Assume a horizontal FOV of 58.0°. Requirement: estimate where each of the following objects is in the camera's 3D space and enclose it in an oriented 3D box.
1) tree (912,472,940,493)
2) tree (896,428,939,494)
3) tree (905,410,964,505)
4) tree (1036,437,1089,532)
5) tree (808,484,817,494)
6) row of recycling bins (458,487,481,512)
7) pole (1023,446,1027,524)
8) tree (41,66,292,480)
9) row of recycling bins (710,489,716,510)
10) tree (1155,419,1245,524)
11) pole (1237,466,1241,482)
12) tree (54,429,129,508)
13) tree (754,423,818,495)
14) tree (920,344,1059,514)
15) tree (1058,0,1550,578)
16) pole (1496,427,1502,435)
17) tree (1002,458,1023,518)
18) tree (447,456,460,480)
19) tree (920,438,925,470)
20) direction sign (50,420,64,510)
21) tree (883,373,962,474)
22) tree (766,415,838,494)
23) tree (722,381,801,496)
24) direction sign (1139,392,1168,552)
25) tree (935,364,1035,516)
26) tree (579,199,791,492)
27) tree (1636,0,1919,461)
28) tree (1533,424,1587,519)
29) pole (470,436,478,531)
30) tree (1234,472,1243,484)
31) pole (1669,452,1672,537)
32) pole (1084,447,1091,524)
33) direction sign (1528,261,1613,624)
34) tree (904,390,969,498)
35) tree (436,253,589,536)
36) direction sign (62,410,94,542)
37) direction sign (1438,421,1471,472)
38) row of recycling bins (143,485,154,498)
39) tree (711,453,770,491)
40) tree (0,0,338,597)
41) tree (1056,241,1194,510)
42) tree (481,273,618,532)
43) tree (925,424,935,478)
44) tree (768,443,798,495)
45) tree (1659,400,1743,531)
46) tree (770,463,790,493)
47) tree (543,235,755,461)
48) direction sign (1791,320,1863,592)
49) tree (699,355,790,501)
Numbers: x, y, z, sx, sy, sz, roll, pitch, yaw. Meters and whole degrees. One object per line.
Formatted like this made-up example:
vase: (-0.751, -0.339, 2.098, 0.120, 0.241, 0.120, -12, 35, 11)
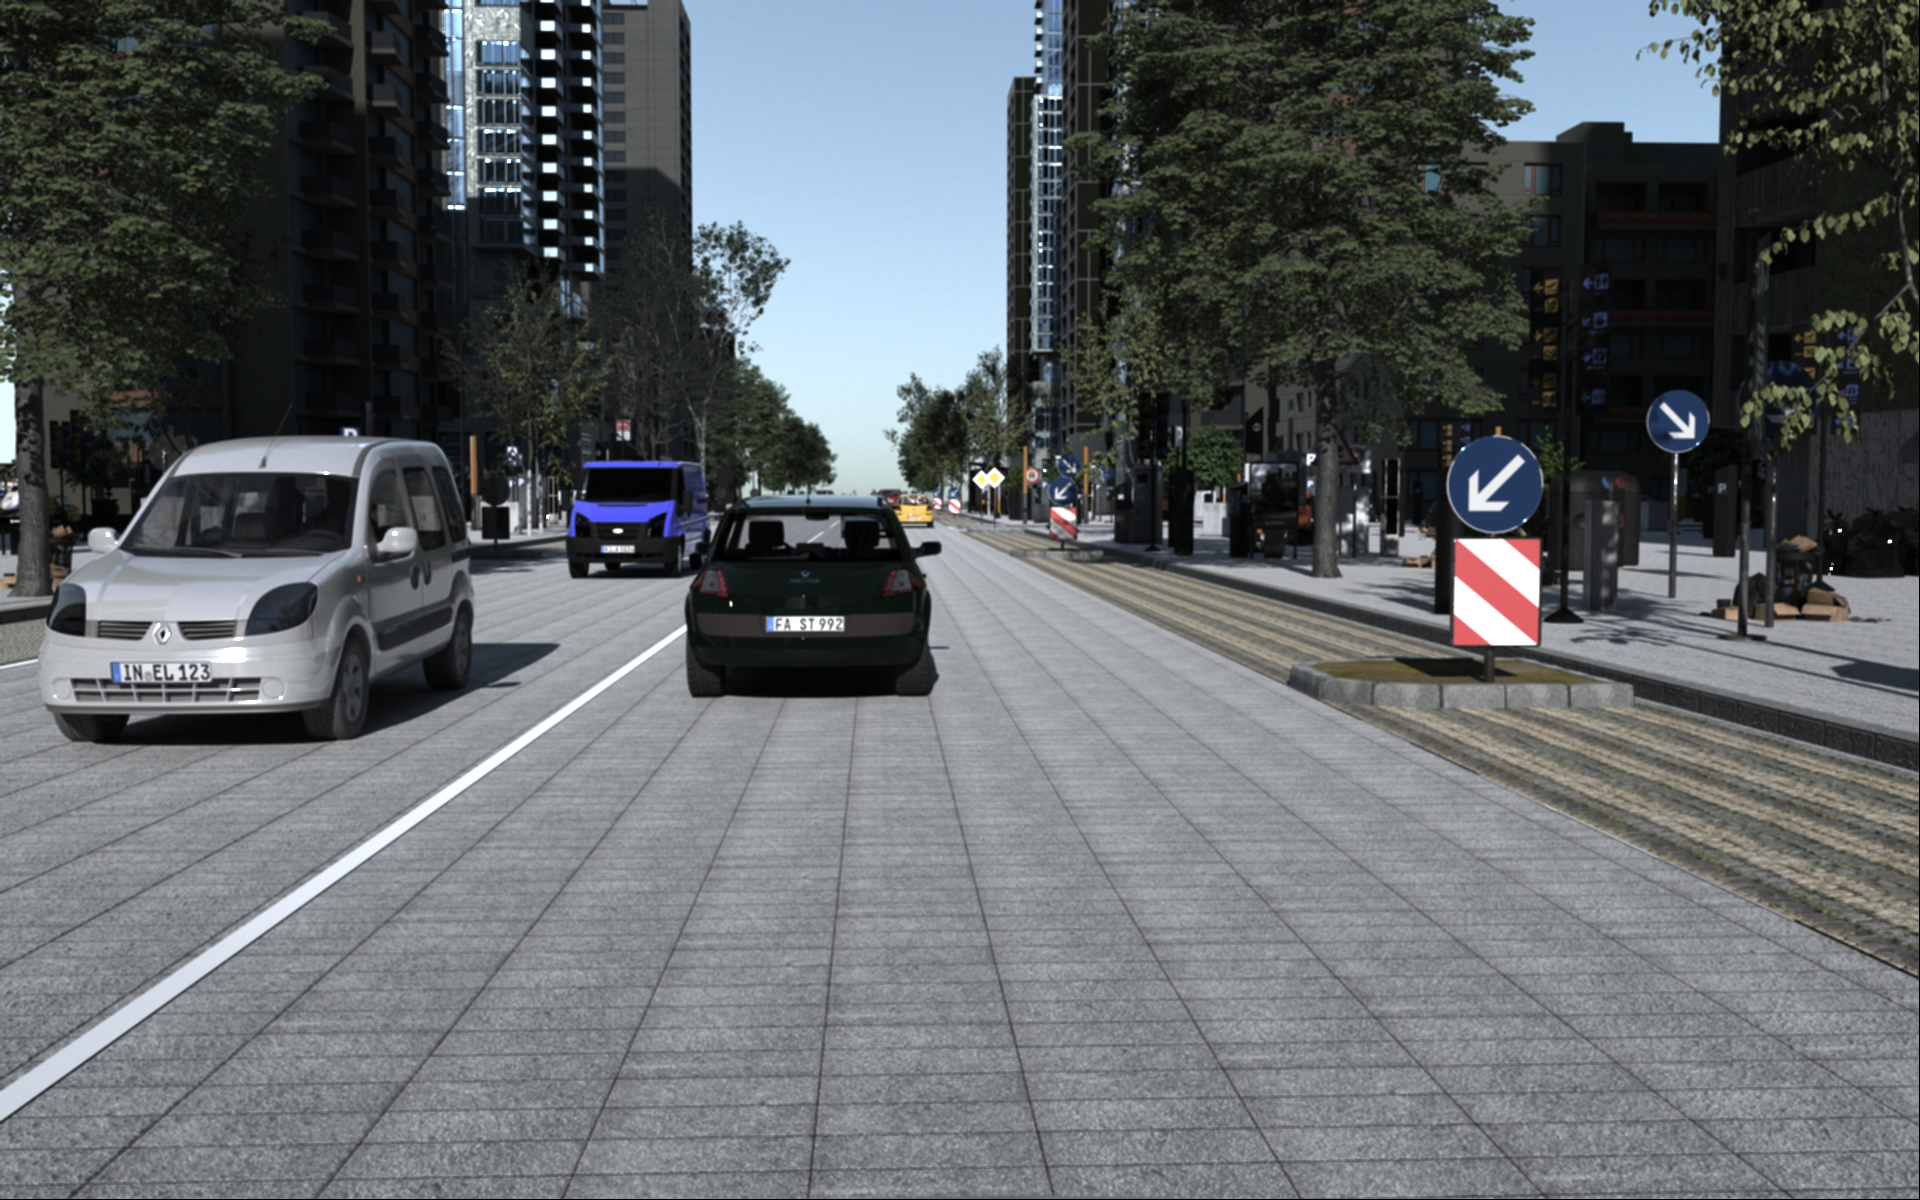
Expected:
tree: (-4.224, -16.165, 248.013, 4.285, 4.588, 4.351, 0, 3, 0)
tree: (-6.396, -23.479, 290.536, 9.857, 13.997, 8.962, 0, 3, 0)
tree: (-2.667, -17.172, 206.518, 9.928, 11.665, 9.643, 0, 3, 0)
tree: (3.682, -3.935, 58.934, 1.663, 3.219, 1.824, 0, 3, 0)
tree: (-25.952, -21.360, 299.600, 4.737, 8.622, 4.395, 0, 3, 0)
row of recycling bins: (-29.551, -5.958, 104.523, 3.534, 1.692, 1.069, -2, 4, -28)
pole: (2.783, -4.898, 73.930, 0.158, 3.312, 0.155, 0, 3, 0)
tree: (-13.350, -4.859, 29.814, 4.360, 8.622, 3.978, 0, 3, 0)
row of recycling bins: (-20.232, -8.110, 139.712, 3.534, 1.692, 1.069, -1, 4, -22)
tree: (10.979, -5.576, 74.889, 4.285, 4.588, 4.351, 0, 3, 0)
pole: (17.824, -7.151, 110.755, 0.158, 3.312, 0.155, 0, 3, 0)
tree: (-41.293, -6.028, 82.272, 4.285, 4.588, 4.351, 0, 3, 0)
tree: (-21.672, -16.836, 209.683, 8.767, 10.594, 7.601, -2, 4, -33)
tree: (1.768, -10.638, 108.351, 8.767, 10.594, 7.601, 0, 4, -7)
tree: (5.219, -6.615, 26.281, 7.486, 12.596, 7.792, 0, 3, 0)
pole: (16.269, -3.582, 52.409, 0.158, 3.312, 0.155, 0, 3, 0)
tree: (2.949, -6.095, 94.253, 1.663, 3.219, 1.824, 0, 3, 0)
tree: (-23.041, -5.009, 76.498, 1.663, 3.219, 1.824, 0, 3, 0)
tree: (-1.969, -13.928, 178.089, 4.737, 8.622, 4.395, 0, 3, 0)
direction sign: (-27.882, -3.777, 53.751, 0.379, 3.537, 0.876, 1, 4, 10)
tree: (-5.615, -25.214, 268.137, 12.611, 20.169, 13.585, 0, 3, 0)
tree: (-23.442, -20.046, 244.763, 9.611, 12.733, 9.660, 0, 3, 0)
tree: (-18.301, -14.241, 158.595, 9.928, 11.665, 9.643, 0, 3, 0)
direction sign: (4.315, -2.857, 38.713, 0.876, 3.537, 0.379, -3, 4, -39)
tree: (1.881, -9.096, 99.085, 4.737, 8.622, 4.395, 0, 3, 0)
tree: (-17.689, -15.674, 112.154, 12.611, 20.169, 13.585, 0, 3, 0)
tree: (6.808, -3.739, 11.493, 4.737, 8.622, 4.395, 0, 3, 0)
tree: (16.310, -3.284, 48.292, 1.663, 3.219, 1.824, 0, 3, 0)
pole: (-17.021, -4.085, 60.626, 0.158, 3.312, 0.155, 0, 3, 0)
tree: (17.636, -7.189, 112.142, 1.663, 3.219, 1.824, 0, 3, 0)
pole: (21.418, -3.554, 51.943, 0.158, 3.312, 0.155, 0, 3, 0)
pole: (5.431, -4.935, 74.533, 0.158, 3.312, 0.155, 0, 3, 0)
direction sign: (6.045, -1.544, 17.236, 0.379, 3.537, 0.876, -3, 5, -39)
tree: (-2.380, -16.546, 188.648, 7.486, 12.596, 7.792, 0, 3, 0)
tree: (-13.329, -6.247, 52.502, 4.360, 8.622, 3.978, 0, 3, 0)
direction sign: (-23.734, -3.357, 46.889, 0.379, 3.537, 0.876, 1, 4, 9)
direction sign: (15.385, -3.778, 53.761, 0.876, 3.537, 0.379, 1, 4, 22)
row of recycling bins: (-36.949, -4.595, 82.238, 3.534, 1.692, 1.069, 0, 4, -5)
tree: (-17.881, -9.235, 134.702, 4.285, 4.588, 4.351, 0, 3, 0)
tree: (-11.901, -6.339, 21.763, 7.486, 12.596, 7.792, 0, 3, 0)
tree: (4.882, -6.034, 49.015, 4.737, 8.622, 4.395, 0, 3, 0)
tree: (-13.949, -6.606, 58.370, 4.737, 8.622, 4.395, 0, 3, 0)
tree: (-0.199, -12.555, 155.637, 4.737, 8.622, 4.395, 0, 3, 0)
tree: (-22.306, -16.357, 217.796, 4.360, 8.622, 3.978, 0, 3, 0)
tree: (26.208, -4.710, 60.723, 4.285, 4.588, 4.351, 0, 3, 0)
tree: (-19.171, -11.946, 179.024, 4.285, 4.588, 4.351, 0, 3, 0)
tree: (-14.892, -10.583, 83.403, 12.009, 13.543, 11.850, 0, 3, 0)
direction sign: (11.377, -1.886, 22.828, 0.379, 3.537, 0.876, -3, 5, -44)
tree: (-17.697, -13.702, 142.157, 7.486, 12.596, 7.792, 0, 3, 0)
